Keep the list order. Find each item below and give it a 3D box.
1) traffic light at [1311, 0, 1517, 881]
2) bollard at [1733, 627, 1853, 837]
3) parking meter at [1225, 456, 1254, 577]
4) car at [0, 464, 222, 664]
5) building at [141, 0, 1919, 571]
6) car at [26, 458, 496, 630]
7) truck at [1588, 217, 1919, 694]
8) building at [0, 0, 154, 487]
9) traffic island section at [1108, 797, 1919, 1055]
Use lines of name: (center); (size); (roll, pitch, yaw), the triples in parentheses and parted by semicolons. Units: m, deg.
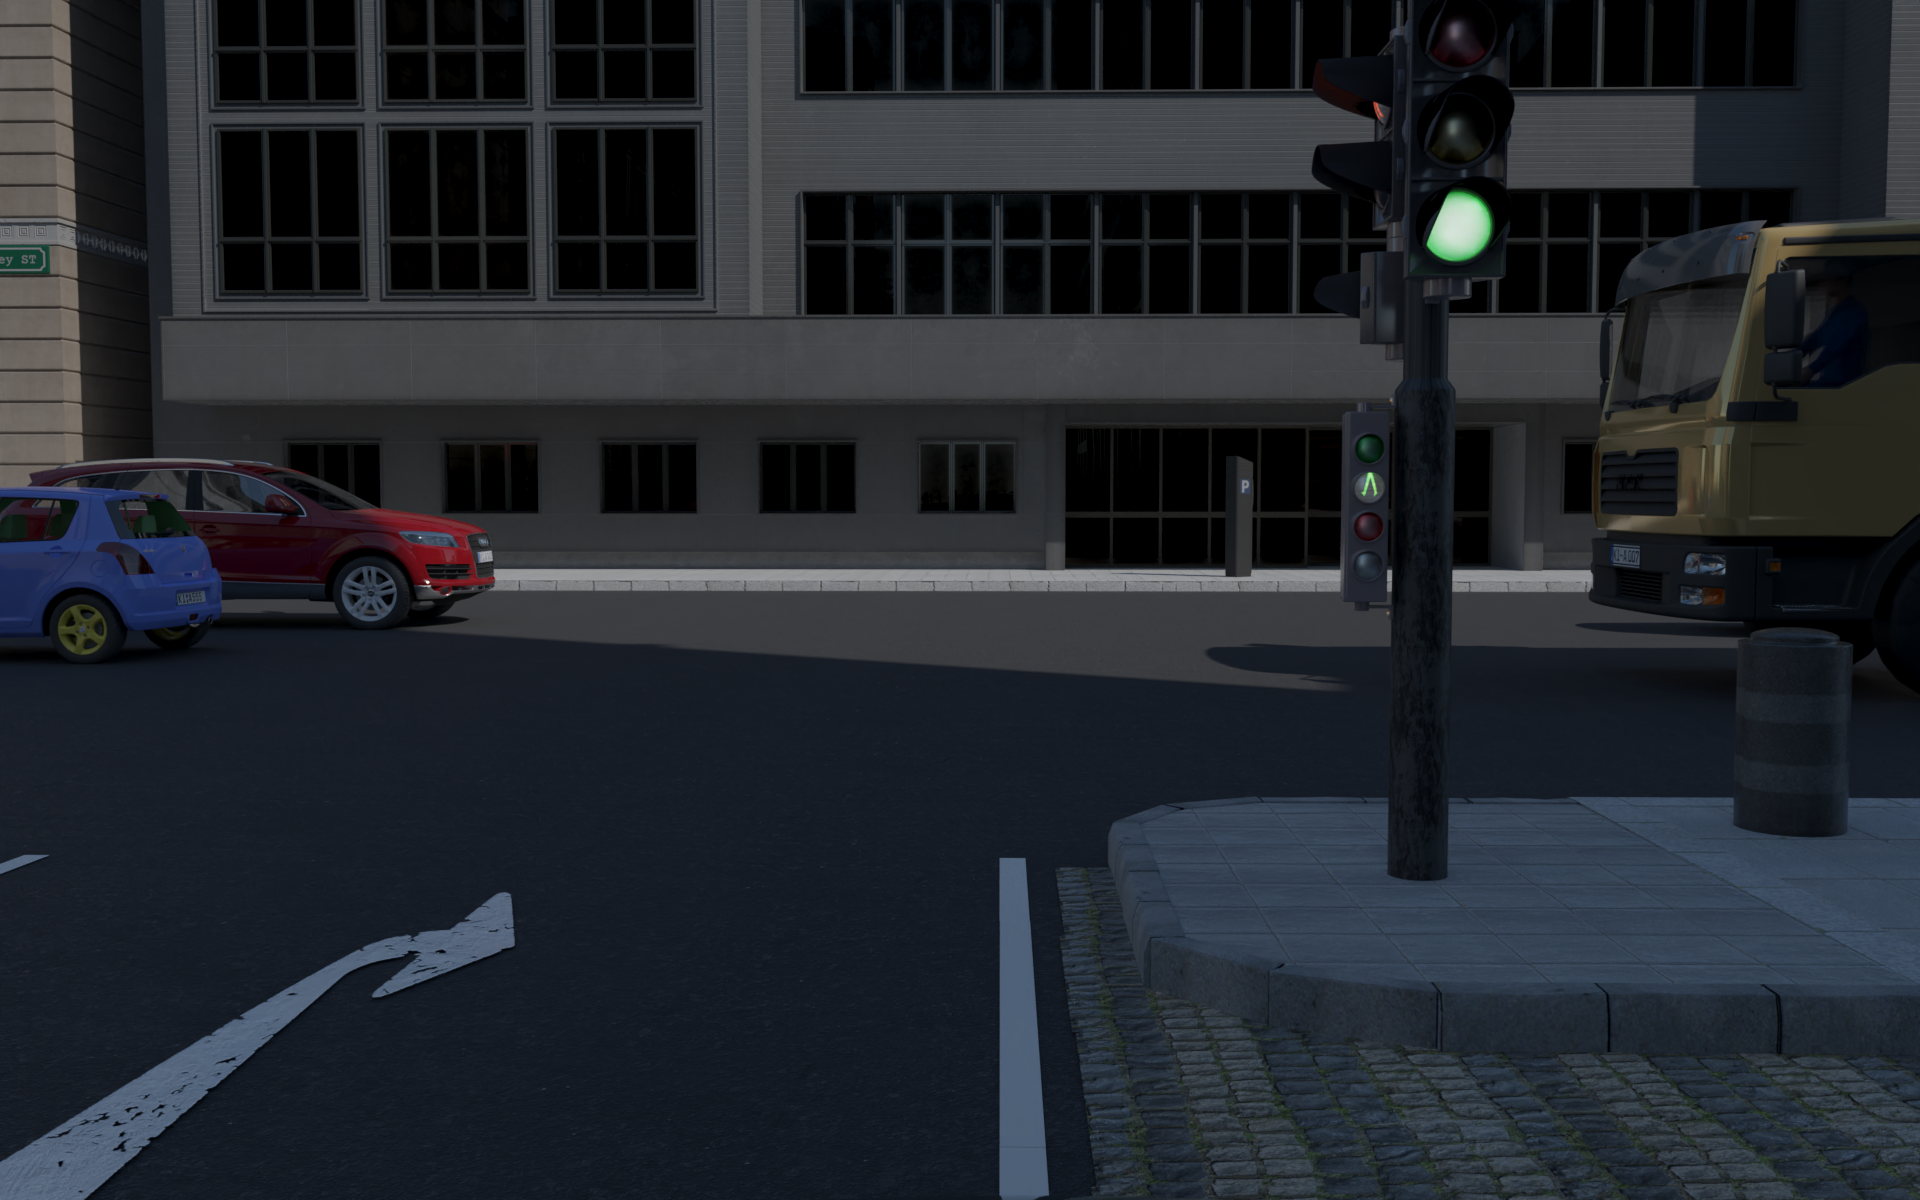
traffic light: (-0.577, -1.895, 5.653); (4.771, 5.953, 1.251); (0, 4, 1)
bollard: (3.192, 0.494, 6.644); (0.404, 0.777, 0.398); (0, 3, 0)
parking meter: (4.327, -1.292, 26.830); (0.399, 1.863, 0.255); (-3, 4, -39)
car: (-8.607, -0.356, 15.415); (3.694, 1.707, 1.945); (0, 4, 3)
building: (1.267, -13.148, 34.045); (30.058, 24.678, 14.314); (0, 4, 1)
car: (-7.856, -0.642, 19.163); (5.304, 1.827, 2.281); (0, 3, 0)
truck: (9.082, -1.043, 12.973); (9.791, 3.379, 3.469); (0, 4, 1)
building: (-24.461, -15.209, 34.570); (20.117, 28.700, 13.634); (0, 4, 1)
traffic island section: (1.556, 1.004, 5.858); (2.009, 0.180, 2.903); (0, 4, 1)
